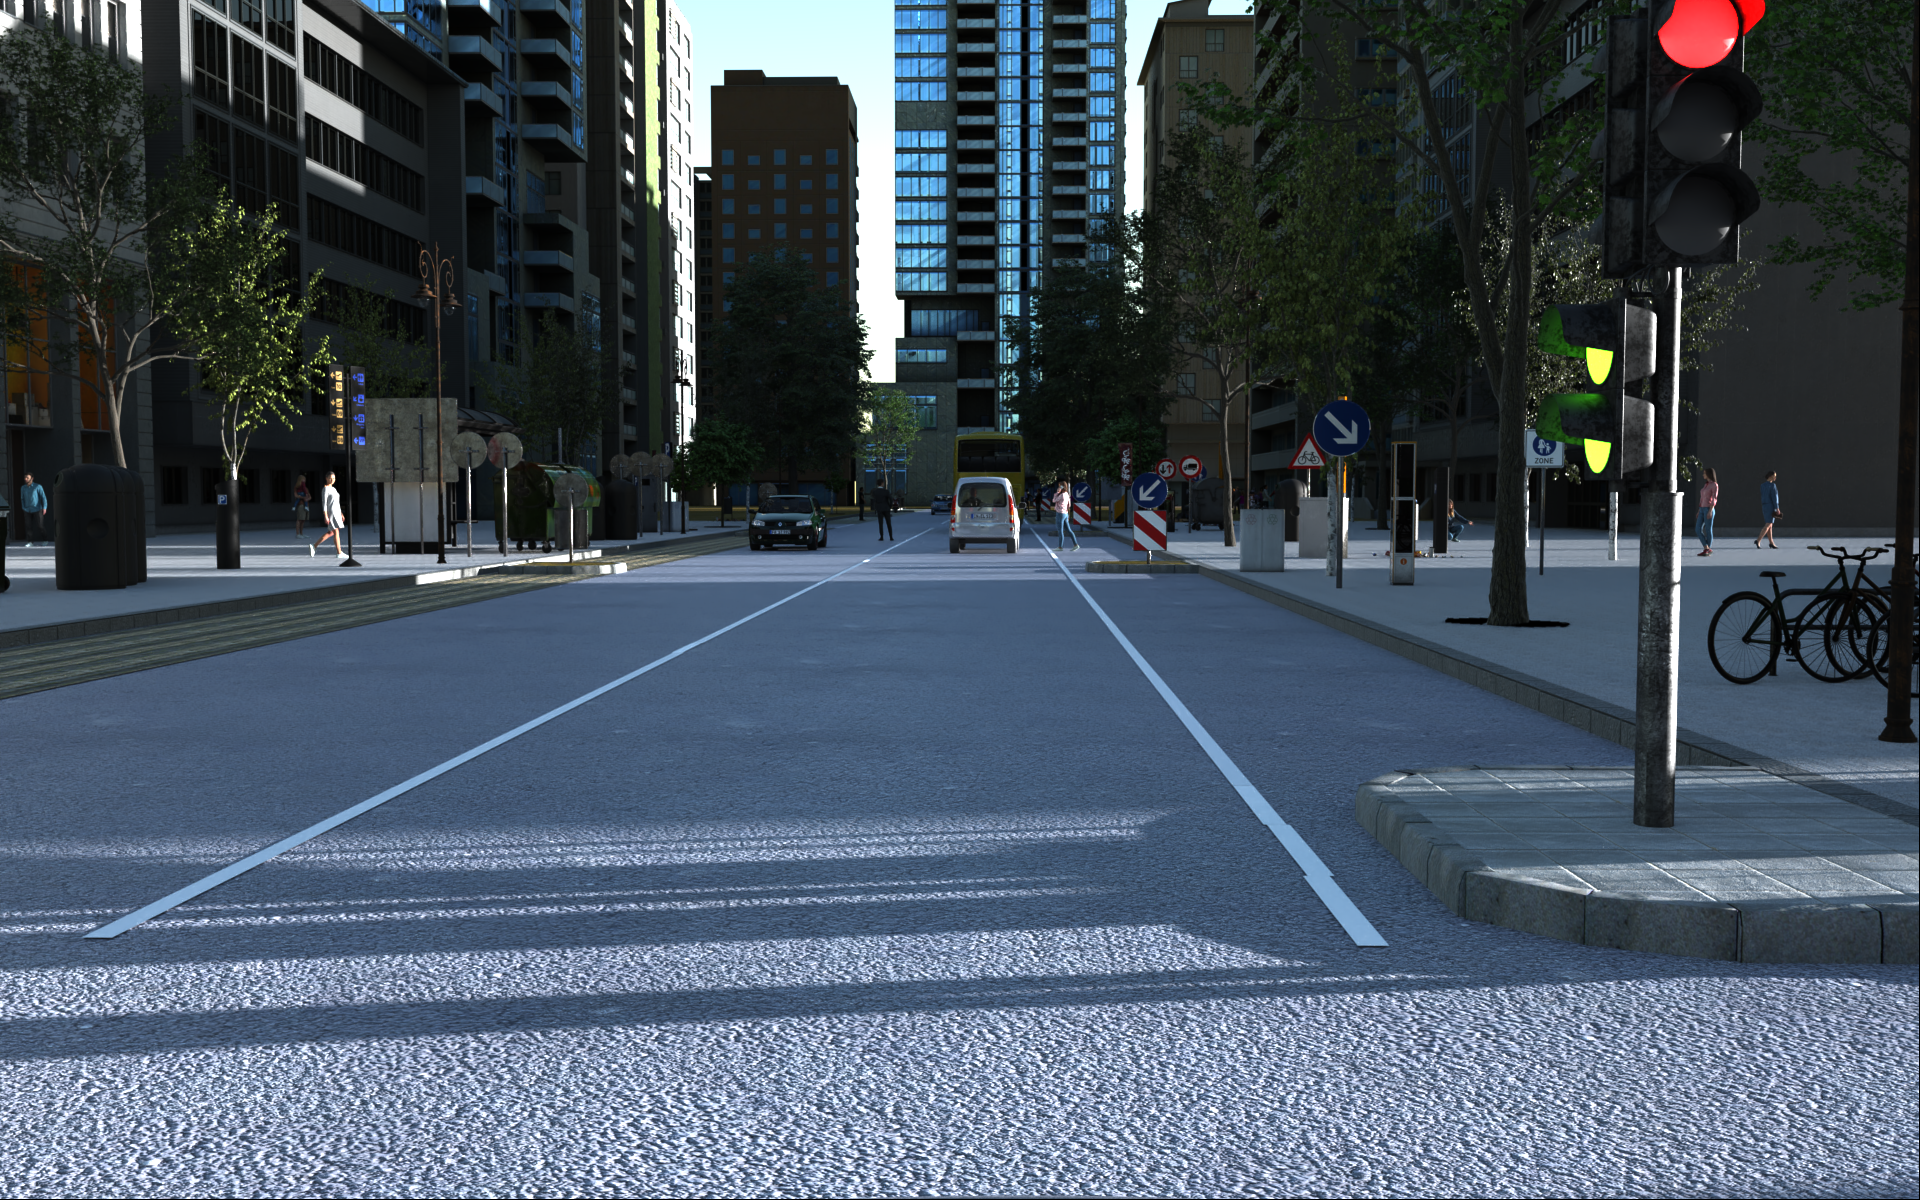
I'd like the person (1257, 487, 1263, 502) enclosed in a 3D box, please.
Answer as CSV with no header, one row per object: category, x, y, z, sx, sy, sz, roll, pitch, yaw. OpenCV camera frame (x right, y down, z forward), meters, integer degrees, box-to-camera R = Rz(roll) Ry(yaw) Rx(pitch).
person,19.882,-6.566,114.080,1.217,1.739,0.721,0,4,-5

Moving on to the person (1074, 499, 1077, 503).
person,8.608,-7.454,128.471,0.434,1.755,0.990,2,4,35

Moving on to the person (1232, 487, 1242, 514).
person,17.648,-6.362,110.615,0.990,1.755,0.434,-2,4,-25

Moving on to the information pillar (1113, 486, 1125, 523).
information pillar,6.965,-5.153,75.614,0.504,3.616,0.183,-1,4,-18

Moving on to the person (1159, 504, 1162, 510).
person,14.125,-7.125,122.638,0.705,1.812,1.348,-2,4,-27

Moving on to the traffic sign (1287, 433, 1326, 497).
traffic sign,7.372,-2.243,36.675,0.884,2.594,0.081,0,4,4

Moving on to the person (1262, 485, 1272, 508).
person,14.961,-4.745,84.405,0.721,1.735,1.217,0,4,-7

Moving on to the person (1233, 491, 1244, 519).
person,14.304,-4.815,87.997,0.991,1.433,0.599,-2,4,-25

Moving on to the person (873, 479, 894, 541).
person,-2.365,-2.781,53.336,0.648,1.900,0.474,0,4,-2

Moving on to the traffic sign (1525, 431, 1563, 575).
traffic sign,9.204,-1.543,27.354,0.606,2.300,0.079,0,4,7

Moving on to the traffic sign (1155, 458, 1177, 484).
traffic sign,7.369,-3.780,61.914,0.768,2.556,0.104,1,4,10

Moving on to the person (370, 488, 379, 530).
person,-20.668,-3.240,61.610,0.523,1.515,0.503,1,4,12

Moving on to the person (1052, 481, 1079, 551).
person,2.650,-2.100,43.427,0.643,1.750,0.593,1,4,22

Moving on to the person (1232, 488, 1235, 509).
person,23.341,-8.669,147.750,1.348,1.831,0.705,3,5,40

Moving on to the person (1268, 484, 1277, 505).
person,16.653,-5.205,91.081,0.705,1.831,1.348,-3,4,-39

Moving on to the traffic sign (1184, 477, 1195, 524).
traffic sign,9.939,-4.529,74.154,0.768,2.556,0.104,1,4,8

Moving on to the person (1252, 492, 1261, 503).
person,17.714,-5.766,103.544,0.697,1.427,0.421,-2,4,-31

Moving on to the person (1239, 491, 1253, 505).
person,15.843,-5.294,95.792,0.799,1.438,0.628,-1,4,-13

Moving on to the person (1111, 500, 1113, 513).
person,10.379,-6.756,117.178,0.551,1.740,0.621,1,4,14

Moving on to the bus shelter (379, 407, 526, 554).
bus shelter,-11.667,-2.797,39.650,2.014,3.302,5.546,0,4,1

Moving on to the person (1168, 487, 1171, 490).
person,16.119,-7.788,133.465,0.705,1.814,1.350,-1,4,-14

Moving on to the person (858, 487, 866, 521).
person,-5.231,-5.151,92.727,0.705,1.822,1.348,-1,4,-13

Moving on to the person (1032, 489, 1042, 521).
person,4.035,-4.978,90.714,0.721,1.723,1.217,-1,4,-19

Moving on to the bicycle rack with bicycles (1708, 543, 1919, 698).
bicycle rack with bicycles,6.448,0.118,11.448,2.925,0.926,2.852,0,4,2

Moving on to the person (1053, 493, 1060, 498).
person,8.086,-8.122,138.473,1.348,1.869,0.705,1,4,20

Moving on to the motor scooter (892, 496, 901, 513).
motor scooter,-4.892,-7.268,131.602,0.815,1.314,1.986,0,4,-1

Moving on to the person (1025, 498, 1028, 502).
person,3.843,-6.399,113.850,1.217,1.735,0.721,0,4,-4

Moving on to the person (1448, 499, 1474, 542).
person,13.300,-2.140,46.530,1.012,1.151,0.738,-1,4,-16

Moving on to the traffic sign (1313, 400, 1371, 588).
traffic sign,5.168,-1.432,23.521,0.768,2.556,0.104,0,4,7

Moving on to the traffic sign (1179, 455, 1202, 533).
traffic sign,7.512,-3.452,56.551,0.768,2.556,0.104,0,4,4

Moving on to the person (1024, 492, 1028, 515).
person,4.399,-6.780,119.214,0.709,1.838,0.599,1,4,15

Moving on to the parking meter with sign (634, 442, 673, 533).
parking meter with sign,-10.508,-3.766,57.827,1.738,3.016,0.543,-2,4,-28

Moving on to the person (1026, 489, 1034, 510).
person,5.435,-8.066,140.008,1.348,1.869,0.705,0,4,5

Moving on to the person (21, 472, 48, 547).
person,-22.711,-2.231,42.537,0.660,1.820,0.620,0,4,-2

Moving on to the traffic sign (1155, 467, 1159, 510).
traffic sign,9.261,-4.941,80.899,0.768,2.556,0.104,0,4,3

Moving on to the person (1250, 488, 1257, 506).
person,20.740,-7.073,122.356,0.551,1.740,0.621,3,5,43

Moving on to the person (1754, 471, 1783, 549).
person,18.905,-2.110,40.567,0.654,1.822,0.581,0,4,4

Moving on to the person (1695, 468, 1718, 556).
person,15.398,-1.817,35.756,0.388,1.821,0.555,-1,4,-14

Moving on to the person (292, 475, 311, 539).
person,-19.032,-2.694,50.072,0.573,1.828,0.580,-2,4,-34

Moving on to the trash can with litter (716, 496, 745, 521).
trash can with litter,-10.647,-4.317,81.636,2.233,1.210,1.678,1,4,10

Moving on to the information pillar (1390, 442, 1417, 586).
information pillar,6.233,-1.216,24.379,0.304,2.012,0.304,0,4,6

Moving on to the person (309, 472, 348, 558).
person,-12.626,-1.703,34.642,0.760,1.731,0.466,-2,4,-27

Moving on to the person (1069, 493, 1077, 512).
person,8.086,-7.093,125.228,0.991,1.433,0.599,3,5,44

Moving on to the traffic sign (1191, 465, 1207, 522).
traffic sign,9.923,-4.419,72.364,0.768,2.556,0.104,0,4,6
